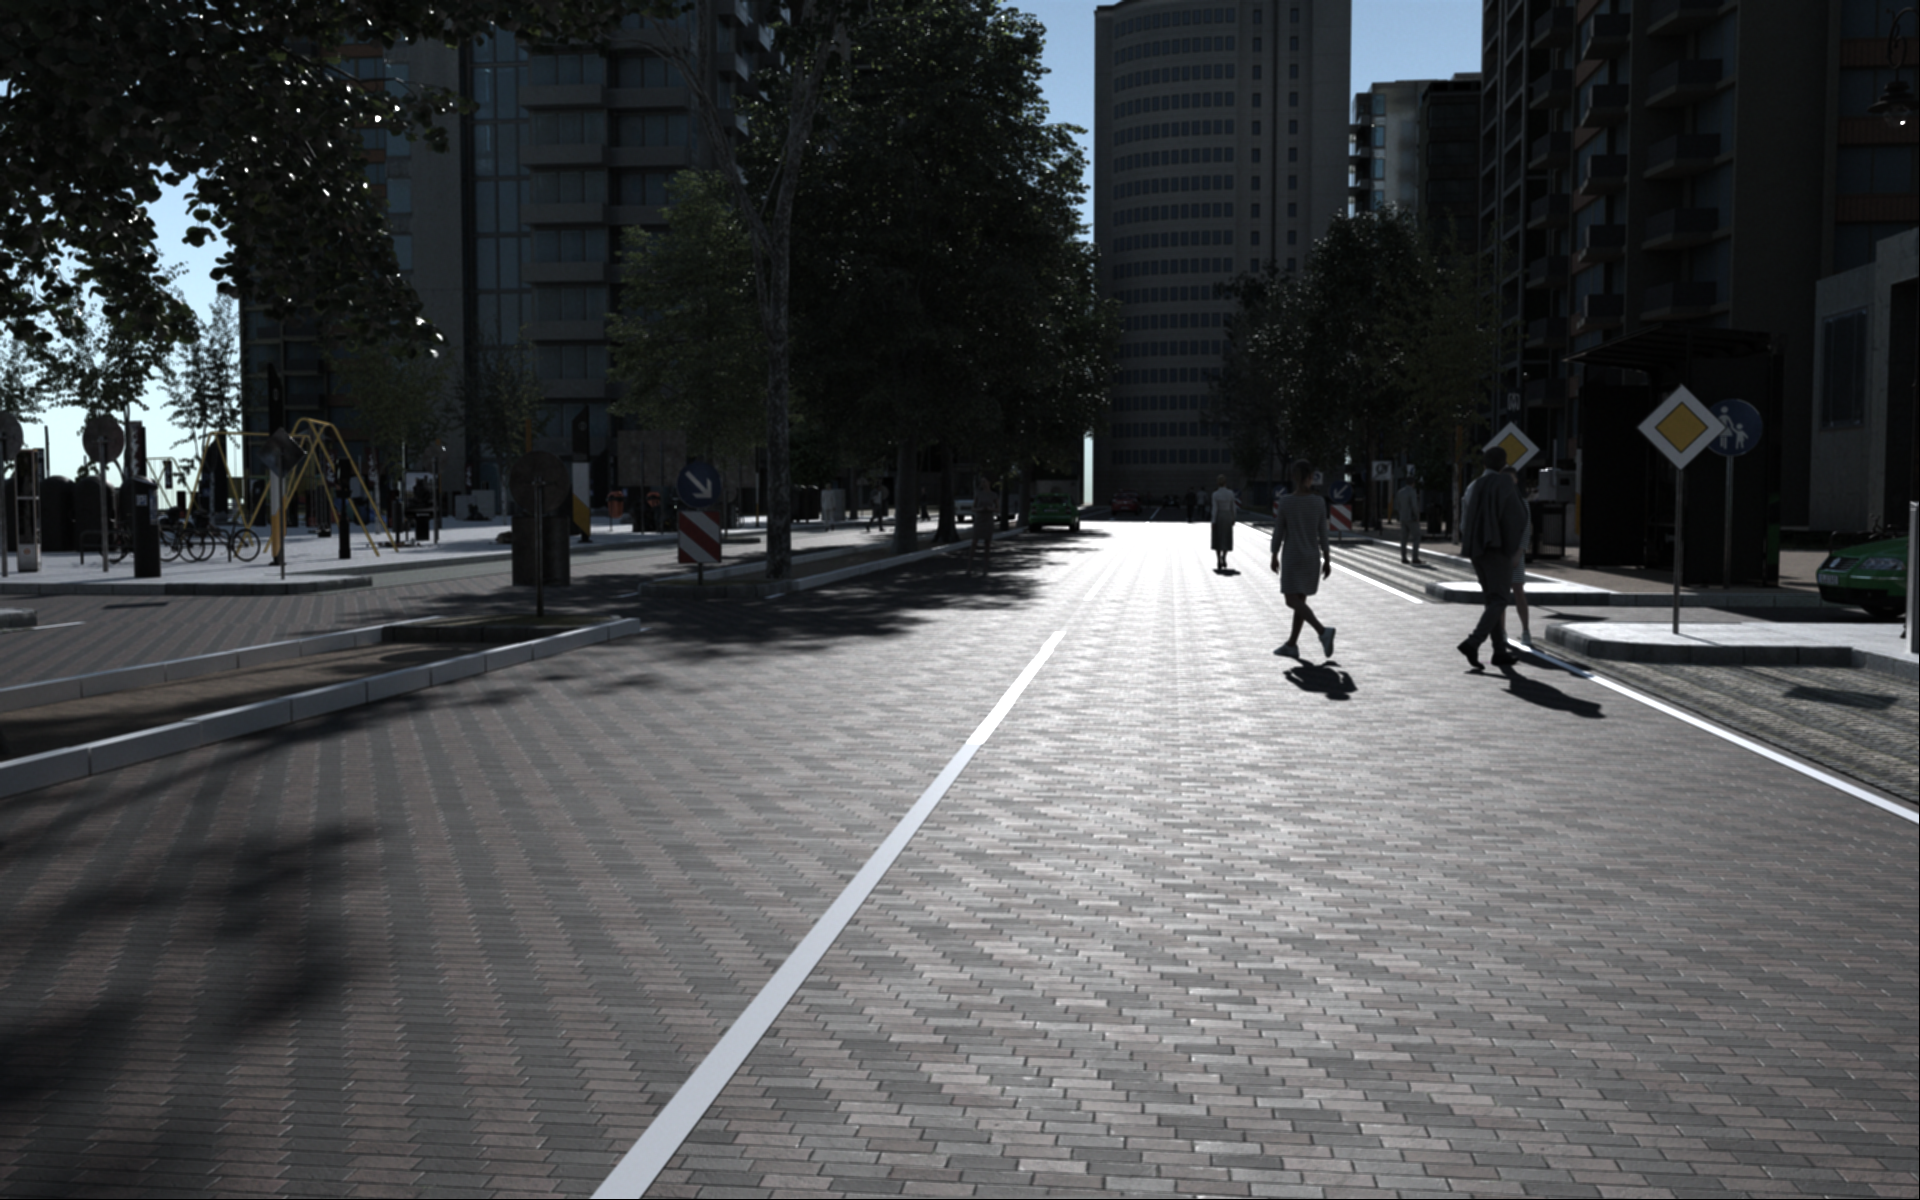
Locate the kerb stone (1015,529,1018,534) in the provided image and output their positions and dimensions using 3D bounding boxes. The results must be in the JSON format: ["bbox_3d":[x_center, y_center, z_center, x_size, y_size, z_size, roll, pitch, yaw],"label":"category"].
[{"bbox_3d":[1.831,-2.357,60.737,0.120,0.150,1.000,0,4,7],"label":"kerb stone"}]

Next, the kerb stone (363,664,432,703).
[{"bbox_3d":[-4.055,0.601,12.365,0.120,0.150,1.000,0,4,7],"label":"kerb stone"}]

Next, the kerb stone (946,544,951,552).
[{"bbox_3d":[-0.400,-1.235,42.396,0.120,0.150,1.000,0,4,7],"label":"kerb stone"}]

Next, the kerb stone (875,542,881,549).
[{"bbox_3d":[-2.239,-1.376,44.697,0.120,0.150,1.000,0,4,7],"label":"kerb stone"}]

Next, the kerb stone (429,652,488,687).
[{"bbox_3d":[-3.926,0.539,13.385,0.120,0.150,1.000,0,4,7],"label":"kerb stone"}]

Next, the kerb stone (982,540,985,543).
[{"bbox_3d":[0.707,-1.794,51.558,0.120,0.150,1.000,0,4,7],"label":"kerb stone"}]

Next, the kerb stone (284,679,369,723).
[{"bbox_3d":[-4.179,0.664,11.346,0.120,0.150,1.000,0,4,7],"label":"kerb stone"}]

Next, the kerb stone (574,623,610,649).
[{"bbox_3d":[-3.561,0.355,16.436,0.120,0.150,1.000,0,4,7],"label":"kerb stone"}]

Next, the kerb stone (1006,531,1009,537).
[{"bbox_3d":[1.447,-2.171,57.685,0.120,0.150,1.000,0,4,7],"label":"kerb stone"}]

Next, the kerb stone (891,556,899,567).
[{"bbox_3d":[-1.395,-0.736,34.255,0.120,0.150,1.000,0,4,7],"label":"kerb stone"}]

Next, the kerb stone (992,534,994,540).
[{"bbox_3d":[0.836,-1.859,52.584,0.120,0.150,1.000,0,4,7],"label":"kerb stone"}]

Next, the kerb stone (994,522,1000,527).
[{"bbox_3d":[1.716,-3.364,77.242,0.120,0.150,1.000,0,4,7],"label":"kerb stone"}]

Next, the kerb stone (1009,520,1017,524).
[{"bbox_3d":[2.575,-3.800,84.361,0.120,0.150,1.000,0,4,7],"label":"kerb stone"}]

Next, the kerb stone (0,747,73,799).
[{"bbox_3d":[-4.540,0.854,8.296,0.120,0.150,1.000,0,4,7],"label":"kerb stone"}]

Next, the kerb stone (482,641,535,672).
[{"bbox_3d":[-3.801,0.477,14.403,0.120,0.150,1.000,0,4,7],"label":"kerb stone"}]

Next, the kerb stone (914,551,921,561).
[{"bbox_3d":[-1.016,-0.924,37.303,0.120,0.150,1.000,0,4,7],"label":"kerb stone"}]

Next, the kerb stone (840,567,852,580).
[{"bbox_3d":[-2.013,-0.427,29.176,0.120,0.150,1.000,0,4,7],"label":"kerb stone"}]

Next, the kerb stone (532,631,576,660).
[{"bbox_3d":[-3.671,0.418,15.417,0.120,0.150,1.000,0,4,7],"label":"kerb stone"}]

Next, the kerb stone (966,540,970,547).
[{"bbox_3d":[0.086,-1.483,46.468,0.120,0.150,1.000,0,4,7],"label":"kerb stone"}]

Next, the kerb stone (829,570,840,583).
[{"bbox_3d":[-2.138,-0.358,28.160,0.120,0.150,1.000,0,4,7],"label":"kerb stone"}]

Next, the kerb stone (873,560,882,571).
[{"bbox_3d":[-1.646,-0.613,32.220,0.120,0.150,1.000,0,4,7],"label":"kerb stone"}]

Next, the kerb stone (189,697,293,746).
[{"bbox_3d":[-4.301,0.727,10.326,0.120,0.150,1.000,0,4,7],"label":"kerb stone"}]

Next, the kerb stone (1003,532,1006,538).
[{"bbox_3d":[1.319,-2.105,56.665,0.120,0.150,1.000,0,4,7],"label":"kerb stone"}]

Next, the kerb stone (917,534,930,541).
[{"bbox_3d":[-1.128,-1.927,53.855,0.120,0.150,1.000,0,4,7],"label":"kerb stone"}]

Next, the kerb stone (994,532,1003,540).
[{"bbox_3d":[1.203,-2.046,55.649,0.120,0.150,1.000,0,4,7],"label":"kerb stone"}]

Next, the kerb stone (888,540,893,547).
[{"bbox_3d":[-1.994,-1.500,46.727,0.120,0.150,1.000,0,4,7],"label":"kerb stone"}]

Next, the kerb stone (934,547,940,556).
[{"bbox_3d":[-0.654,-1.106,40.365,0.120,0.150,1.000,0,4,7],"label":"kerb stone"}]

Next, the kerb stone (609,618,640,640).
[{"bbox_3d":[-3.433,0.295,17.461,0.120,0.150,1.000,0,4,7],"label":"kerb stone"}]

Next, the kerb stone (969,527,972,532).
[{"bbox_3d":[0.232,-2.621,65.046,0.120,0.150,1.000,0,4,7],"label":"kerb stone"}]

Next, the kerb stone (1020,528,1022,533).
[{"bbox_3d":[2.068,-2.479,62.768,0.120,0.150,1.000,0,4,7],"label":"kerb stone"}]

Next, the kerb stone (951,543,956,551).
[{"bbox_3d":[-0.284,-1.298,43.411,0.120,0.150,1.000,0,4,7],"label":"kerb stone"}]

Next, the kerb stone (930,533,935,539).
[{"bbox_3d":[-1.005,-1.999,54.874,0.120,0.150,1.000,0,4,7],"label":"kerb stone"}]

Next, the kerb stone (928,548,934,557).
[{"bbox_3d":[-0.778,-1.047,39.346,0.120,0.150,1.000,0,4,7],"label":"kerb stone"}]

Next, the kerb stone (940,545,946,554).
[{"bbox_3d":[-0.527,-1.172,41.379,0.120,0.150,1.000,0,4,7],"label":"kerb stone"}]

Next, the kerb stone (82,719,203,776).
[{"bbox_3d":[-4.416,0.796,9.311,0.120,0.150,1.000,0,4,7],"label":"kerb stone"}]

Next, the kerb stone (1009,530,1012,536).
[{"bbox_3d":[1.583,-2.233,58.708,0.120,0.150,1.000,0,4,7],"label":"kerb stone"}]

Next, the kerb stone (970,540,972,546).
[{"bbox_3d":[0.205,-1.544,47.484,0.120,0.150,1.000,0,4,7],"label":"kerb stone"}]

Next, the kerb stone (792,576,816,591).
[{"bbox_3d":[-2.378,-0.240,26.123,0.120,0.150,1.000,0,4,7],"label":"kerb stone"}]

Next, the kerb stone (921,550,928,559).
[{"bbox_3d":[-0.900,-0.983,38.327,0.120,0.150,1.000,0,4,7],"label":"kerb stone"}]

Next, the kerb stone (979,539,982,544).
[{"bbox_3d":[0.456,-1.672,49.529,0.120,0.150,1.000,0,4,7],"label":"kerb stone"}]

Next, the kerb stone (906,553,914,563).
[{"bbox_3d":[-1.152,-0.862,36.290,0.120,0.150,1.000,0,4,7],"label":"kerb stone"}]

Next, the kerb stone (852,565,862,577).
[{"bbox_3d":[-1.896,-0.489,30.191,0.120,0.150,1.000,0,4,7],"label":"kerb stone"}]

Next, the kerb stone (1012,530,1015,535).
[{"bbox_3d":[1.703,-2.295,59.723,0.120,0.150,1.000,0,4,7],"label":"kerb stone"}]

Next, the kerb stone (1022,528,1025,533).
[{"bbox_3d":[2.198,-2.543,63.783,0.120,0.150,1.000,0,4,7],"label":"kerb stone"}]

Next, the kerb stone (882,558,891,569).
[{"bbox_3d":[-1.513,-0.675,33.234,0.120,0.150,1.000,0,4,7],"label":"kerb stone"}]

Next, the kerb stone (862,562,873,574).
[{"bbox_3d":[-1.758,-0.551,31.204,0.120,0.150,1.000,0,4,7],"label":"kerb stone"}]

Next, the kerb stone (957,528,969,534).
[{"bbox_3d":[0.104,-2.559,64.032,0.120,0.150,1.000,0,4,7],"label":"kerb stone"}]

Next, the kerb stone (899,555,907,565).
[{"bbox_3d":[-1.273,-0.793,35.275,0.120,0.150,1.000,0,4,7],"label":"kerb stone"}]

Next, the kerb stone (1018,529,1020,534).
[{"bbox_3d":[1.945,-2.419,61.753,0.120,0.150,1.000,0,4,7],"label":"kerb stone"}]

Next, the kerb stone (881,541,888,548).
[{"bbox_3d":[-2.116,-1.438,45.712,0.120,0.150,1.000,0,4,7],"label":"kerb stone"}]

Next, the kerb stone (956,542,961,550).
[{"bbox_3d":[-0.156,-1.358,44.435,0.120,0.150,1.000,0,4,7],"label":"kerb stone"}]

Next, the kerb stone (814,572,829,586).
[{"bbox_3d":[-2.256,-0.303,27.144,0.120,0.150,1.000,0,4,7],"label":"kerb stone"}]

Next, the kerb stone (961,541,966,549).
[{"bbox_3d":[-0.036,-1.422,45.453,0.120,0.150,1.000,0,4,7],"label":"kerb stone"}]
